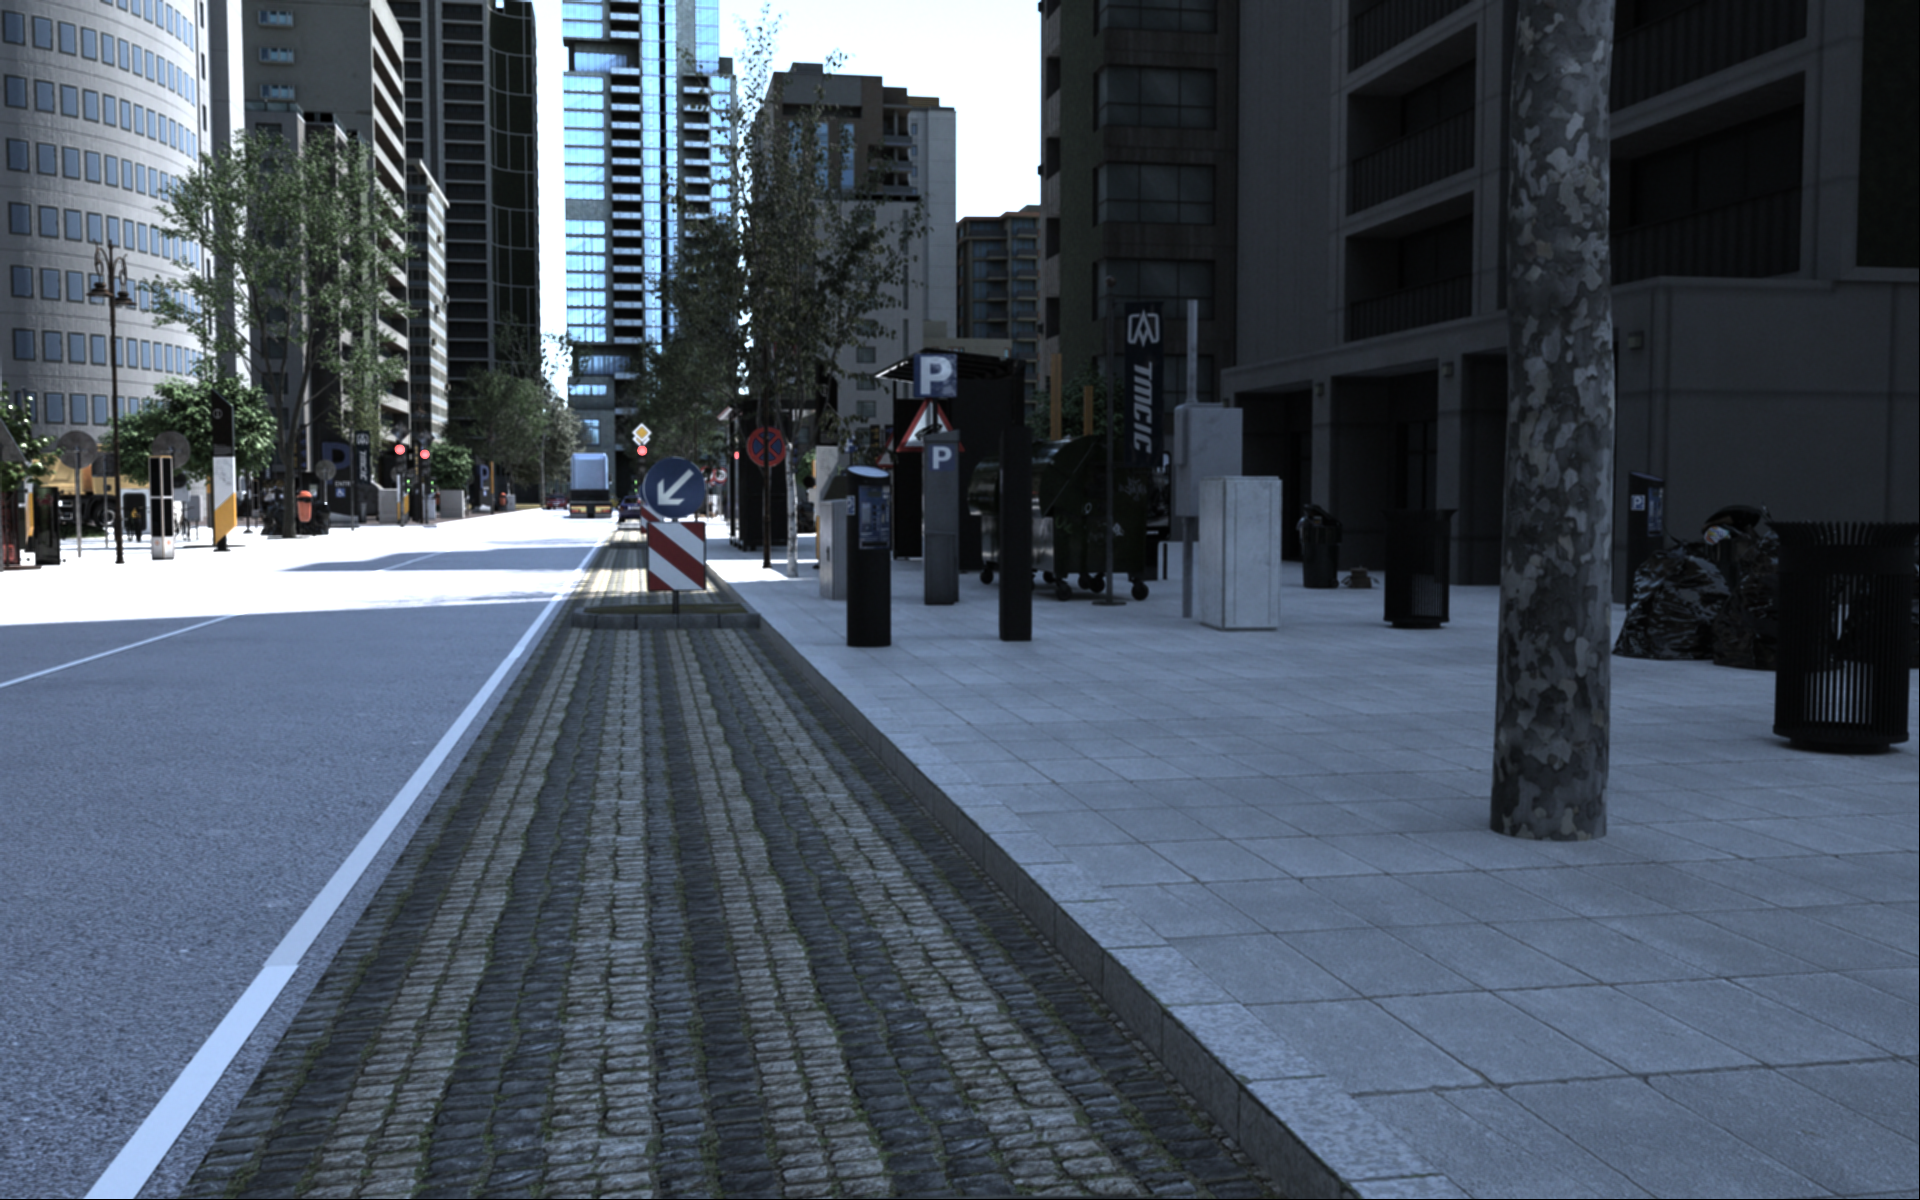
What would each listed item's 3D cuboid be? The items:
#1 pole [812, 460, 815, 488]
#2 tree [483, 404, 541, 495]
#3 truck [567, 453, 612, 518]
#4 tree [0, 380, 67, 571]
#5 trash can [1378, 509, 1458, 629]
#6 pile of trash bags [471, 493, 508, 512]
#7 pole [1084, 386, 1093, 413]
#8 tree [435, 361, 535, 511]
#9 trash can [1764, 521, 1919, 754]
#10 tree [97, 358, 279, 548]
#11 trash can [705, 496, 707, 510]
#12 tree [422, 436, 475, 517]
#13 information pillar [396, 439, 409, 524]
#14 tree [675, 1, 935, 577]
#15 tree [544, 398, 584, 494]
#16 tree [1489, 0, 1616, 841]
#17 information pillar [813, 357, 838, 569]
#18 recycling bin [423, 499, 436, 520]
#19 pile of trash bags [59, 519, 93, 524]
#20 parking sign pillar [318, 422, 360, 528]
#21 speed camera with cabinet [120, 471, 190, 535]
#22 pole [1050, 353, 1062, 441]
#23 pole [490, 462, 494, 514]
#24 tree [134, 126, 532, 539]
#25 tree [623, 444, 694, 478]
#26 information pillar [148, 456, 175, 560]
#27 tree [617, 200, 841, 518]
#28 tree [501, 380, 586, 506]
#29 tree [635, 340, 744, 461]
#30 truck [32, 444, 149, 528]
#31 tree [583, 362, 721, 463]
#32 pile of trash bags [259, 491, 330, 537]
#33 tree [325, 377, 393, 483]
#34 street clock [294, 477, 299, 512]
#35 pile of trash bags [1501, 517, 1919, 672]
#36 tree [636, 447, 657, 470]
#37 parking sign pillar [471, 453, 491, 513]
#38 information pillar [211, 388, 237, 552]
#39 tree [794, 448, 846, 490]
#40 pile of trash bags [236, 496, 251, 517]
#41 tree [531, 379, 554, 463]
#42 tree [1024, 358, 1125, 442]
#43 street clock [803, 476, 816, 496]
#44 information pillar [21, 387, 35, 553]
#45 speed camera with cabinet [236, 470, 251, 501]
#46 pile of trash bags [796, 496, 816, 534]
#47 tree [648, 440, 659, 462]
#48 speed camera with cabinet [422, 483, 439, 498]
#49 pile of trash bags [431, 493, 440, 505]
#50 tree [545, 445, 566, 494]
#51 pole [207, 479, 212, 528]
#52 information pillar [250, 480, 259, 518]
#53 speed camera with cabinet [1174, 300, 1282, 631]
[{"bbox_3d":[-8.695,-6.677,103.012,0.158,3.312,0.155,0,3,0],"label":"pole"},{"bbox_3d":[-34.548,-11.151,132.677,4.360,8.622,3.978,0,3,0],"label":"tree"},{"bbox_3d":[-23.292,-7.293,108.997,2.967,4.110,18.799,-1,4,-12],"label":"truck"},{"bbox_3d":[-16.050,-2.127,29.371,1.663,3.219,1.824,0,3,0],"label":"tree"},{"bbox_3d":[4.394,-0.305,16.647,0.748,1.137,0.748,0,3,0],"label":"trash can"},{"bbox_3d":[-33.928,-7.141,126.502,1.912,1.369,3.447,-3,4,-36],"label":"pile of trash bags"},{"bbox_3d":[2.422,-2.381,32.771,0.158,3.312,0.155,0,3,0],"label":"pole"},{"bbox_3d":[-33.765,-11.505,122.523,8.767,10.594,7.601,2,4,35],"label":"tree"},{"bbox_3d":[4.448,0.179,8.726,0.748,1.137,0.748,0,3,0],"label":"trash can"},{"bbox_3d":[-18.145,-3.569,42.061,4.285,4.588,4.351,0,3,0],"label":"tree"},{"bbox_3d":[-17.477,-6.508,118.052,0.748,1.137,0.748,0,3,0],"label":"trash can"},{"bbox_3d":[-28.969,-6.957,97.459,4.285,4.588,4.351,0,3,0],"label":"tree"},{"bbox_3d":[-23.695,-5.030,73.590,0.504,3.616,0.183,-3,5,-39],"label":"information pillar"},{"bbox_3d":[-2.544,-4.649,26.381,4.360,8.622,3.978,0,3,0],"label":"tree"},{"bbox_3d":[-50.369,-18.853,218.611,12.009,13.543,11.850,0,3,0],"label":"tree"},{"bbox_3d":[2.965,-9.259,7.278,12.611,20.169,13.585,0,3,0],"label":"tree"},{"bbox_3d":[-2.305,-2.355,29.858,0.183,3.616,0.504,3,4,38],"label":"information pillar"},{"bbox_3d":[-26.591,-4.507,86.237,0.722,1.027,0.722,-3,5,-42],"label":"recycling bin"},{"bbox_3d":[-39.259,-3.976,74.762,3.447,1.369,1.912,1,4,10],"label":"pile of trash bags"},{"bbox_3d":[-23.446,-4.702,65.345,1.447,3.967,1.447,-2,4,-33],"label":"parking sign pillar"},{"bbox_3d":[-25.523,-3.701,54.853,2.038,3.252,0.660,-1,4,-22],"label":"speed camera with cabinet"},{"bbox_3d":[1.394,-1.920,25.230,0.158,3.312,0.155,0,3,0],"label":"pole"},{"bbox_3d":[-29.382,-7.026,108.724,0.158,3.312,0.155,0,3,0],"label":"pole"},{"bbox_3d":[-19.243,-7.560,49.360,9.928,11.665,9.643,0,3,0],"label":"tree"},{"bbox_3d":[-36.650,-18.143,213.641,9.611,12.733,9.660,0,3,0],"label":"tree"},{"bbox_3d":[-15.511,-1.783,33.650,0.304,2.012,0.304,1,4,17],"label":"information pillar"},{"bbox_3d":[-7.480,-7.433,55.947,7.601,10.594,8.767,-1,4,-22],"label":"tree"},{"bbox_3d":[-46.479,-17.462,192.154,9.857,13.997,8.962,0,3,0],"label":"tree"},{"bbox_3d":[-17.913,-11.566,114.860,9.928,11.665,9.643,0,3,0],"label":"tree"},{"bbox_3d":[-35.019,-4.364,67.274,9.791,3.379,3.469,-1,4,-10],"label":"truck"},{"bbox_3d":[-26.048,-14.873,153.546,12.009,13.543,11.850,0,3,0],"label":"tree"},{"bbox_3d":[-20.411,-2.670,53.413,1.912,1.369,3.447,-2,4,-29],"label":"pile of trash bags"},{"bbox_3d":[-35.181,-9.284,102.157,4.737,8.622,4.395,0,3,0],"label":"tree"},{"bbox_3d":[-28.203,-4.216,73.505,0.358,2.002,0.471,2,4,30],"label":"street clock"},{"bbox_3d":[5.748,-0.213,13.228,3.447,1.369,1.912,-1,4,-13],"label":"pile of trash bags"},{"bbox_3d":[-29.316,-13.371,168.979,4.737,8.622,4.395,0,3,0],"label":"tree"},{"bbox_3d":[-31.849,-7.765,115.427,1.447,3.967,1.447,1,4,17],"label":"parking sign pillar"},{"bbox_3d":[-16.351,-2.881,38.457,0.504,3.616,0.183,0,4,6],"label":"information pillar"},{"bbox_3d":[-10.240,-8.447,121.828,4.285,4.588,4.351,0,3,0],"label":"tree"},{"bbox_3d":[-40.223,-5.278,96.048,1.912,1.369,3.447,1,4,10],"label":"pile of trash bags"},{"bbox_3d":[-37.192,-13.298,143.176,9.928,11.665,9.643,0,3,0],"label":"tree"},{"bbox_3d":[3.167,-3.562,41.951,4.285,4.588,4.351,0,3,0],"label":"tree"},{"bbox_3d":[-5.944,-3.913,68.544,0.471,2.002,0.358,1,4,17],"label":"street clock"},{"bbox_3d":[-20.347,-2.841,37.807,0.183,3.616,0.504,-3,4,-38],"label":"information pillar"},{"bbox_3d":[-43.071,-6.712,104.071,0.660,3.252,2.038,0,4,-4],"label":"speed camera with cabinet"},{"bbox_3d":[-5.655,-2.835,56.109,1.912,1.369,3.447,0,4,6],"label":"pile of trash bags"},{"bbox_3d":[-20.025,-10.522,122.401,4.360,8.622,3.978,0,3,0],"label":"tree"},{"bbox_3d":[-43.587,-9.014,141.707,2.038,3.252,0.660,0,4,2],"label":"speed camera with cabinet"},{"bbox_3d":[-40.171,-7.411,130.927,3.447,1.369,1.912,3,5,41],"label":"pile of trash bags"},{"bbox_3d":[-47.765,-15.385,201.908,4.360,8.622,3.978,0,3,0],"label":"tree"},{"bbox_3d":[-28.076,-4.339,64.780,0.158,3.312,0.155,0,3,0],"label":"pole"},{"bbox_3d":[-37.083,-5.295,91.068,0.304,2.012,0.304,-3,5,-43],"label":"information pillar"},{"bbox_3d":[2.625,-1.391,17.075,0.660,3.252,2.038,0,4,-6],"label":"speed camera with cabinet"}]
